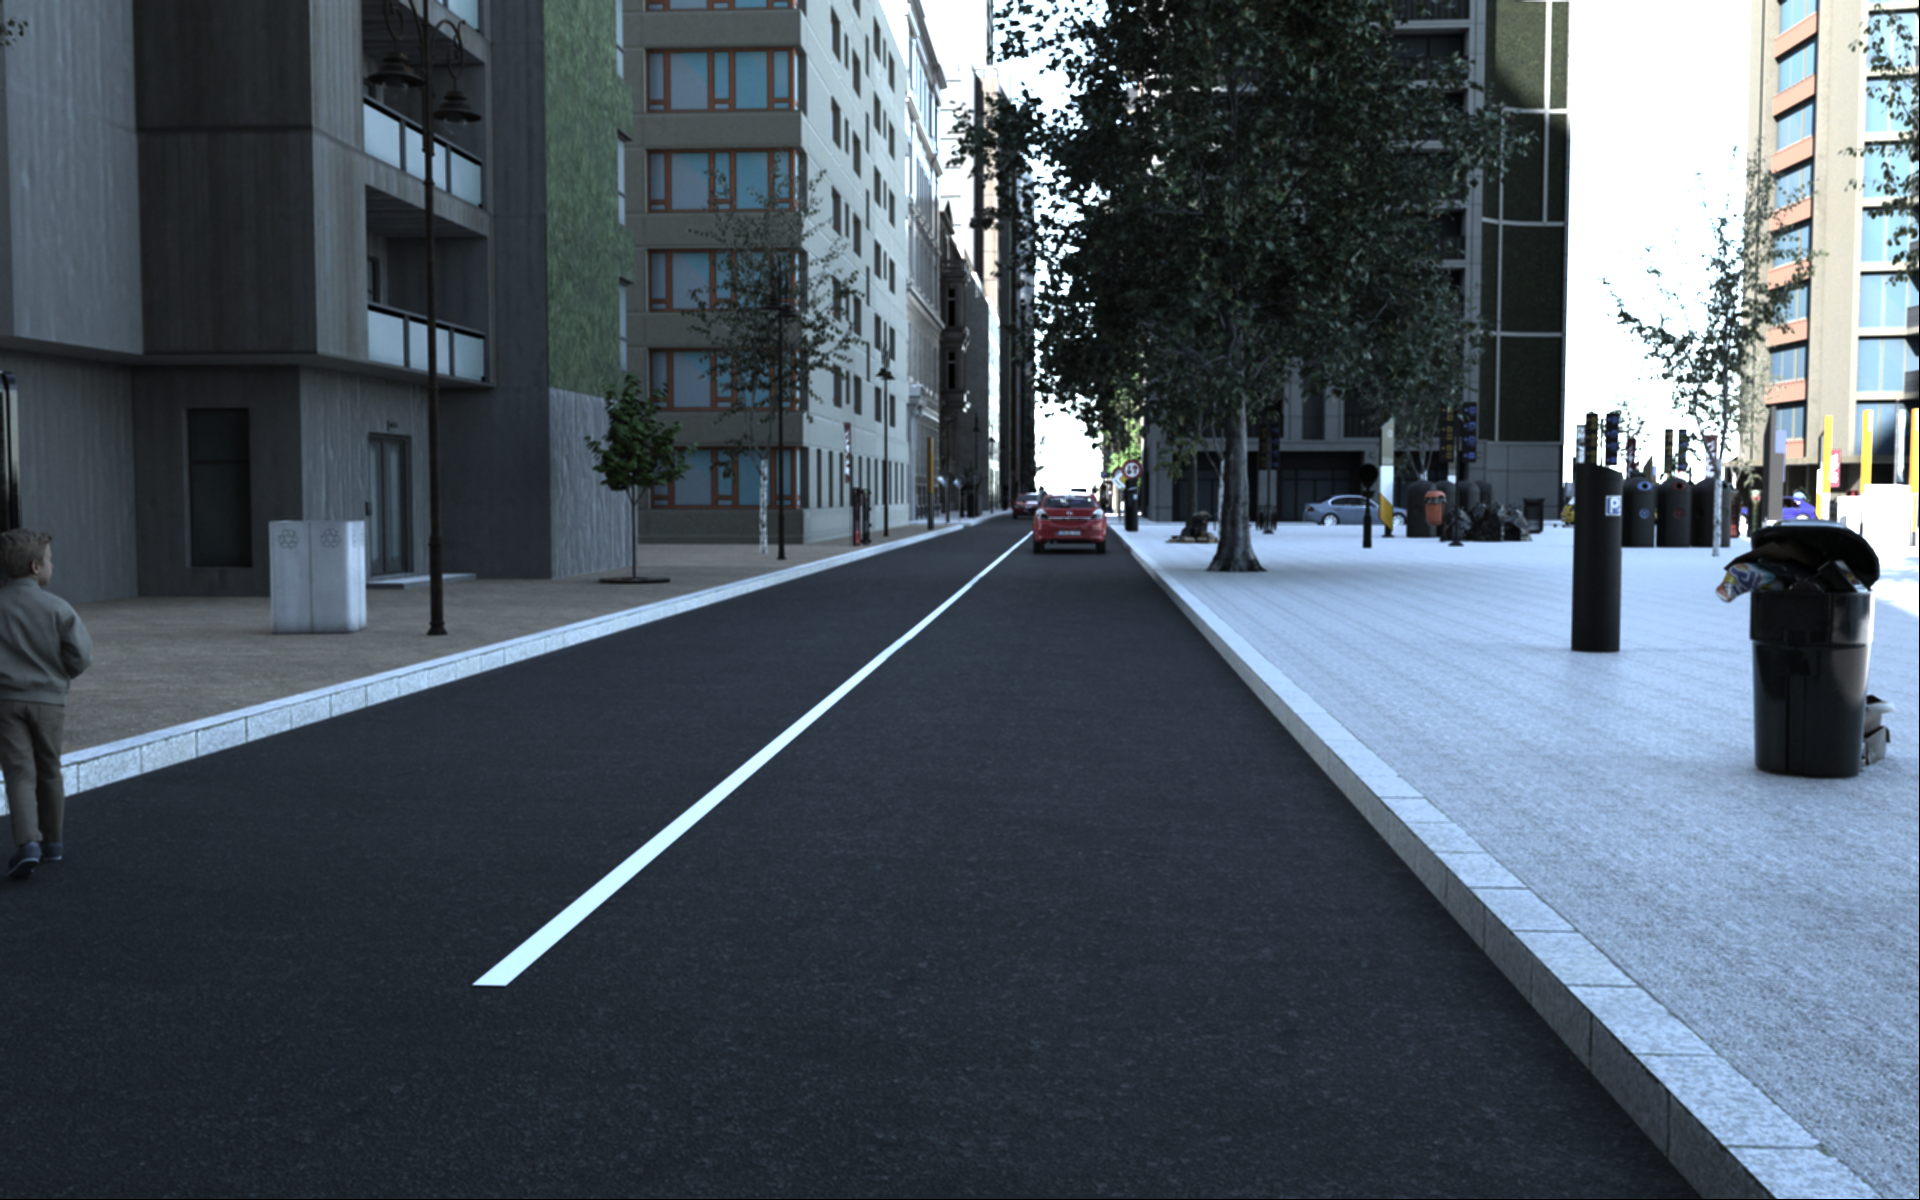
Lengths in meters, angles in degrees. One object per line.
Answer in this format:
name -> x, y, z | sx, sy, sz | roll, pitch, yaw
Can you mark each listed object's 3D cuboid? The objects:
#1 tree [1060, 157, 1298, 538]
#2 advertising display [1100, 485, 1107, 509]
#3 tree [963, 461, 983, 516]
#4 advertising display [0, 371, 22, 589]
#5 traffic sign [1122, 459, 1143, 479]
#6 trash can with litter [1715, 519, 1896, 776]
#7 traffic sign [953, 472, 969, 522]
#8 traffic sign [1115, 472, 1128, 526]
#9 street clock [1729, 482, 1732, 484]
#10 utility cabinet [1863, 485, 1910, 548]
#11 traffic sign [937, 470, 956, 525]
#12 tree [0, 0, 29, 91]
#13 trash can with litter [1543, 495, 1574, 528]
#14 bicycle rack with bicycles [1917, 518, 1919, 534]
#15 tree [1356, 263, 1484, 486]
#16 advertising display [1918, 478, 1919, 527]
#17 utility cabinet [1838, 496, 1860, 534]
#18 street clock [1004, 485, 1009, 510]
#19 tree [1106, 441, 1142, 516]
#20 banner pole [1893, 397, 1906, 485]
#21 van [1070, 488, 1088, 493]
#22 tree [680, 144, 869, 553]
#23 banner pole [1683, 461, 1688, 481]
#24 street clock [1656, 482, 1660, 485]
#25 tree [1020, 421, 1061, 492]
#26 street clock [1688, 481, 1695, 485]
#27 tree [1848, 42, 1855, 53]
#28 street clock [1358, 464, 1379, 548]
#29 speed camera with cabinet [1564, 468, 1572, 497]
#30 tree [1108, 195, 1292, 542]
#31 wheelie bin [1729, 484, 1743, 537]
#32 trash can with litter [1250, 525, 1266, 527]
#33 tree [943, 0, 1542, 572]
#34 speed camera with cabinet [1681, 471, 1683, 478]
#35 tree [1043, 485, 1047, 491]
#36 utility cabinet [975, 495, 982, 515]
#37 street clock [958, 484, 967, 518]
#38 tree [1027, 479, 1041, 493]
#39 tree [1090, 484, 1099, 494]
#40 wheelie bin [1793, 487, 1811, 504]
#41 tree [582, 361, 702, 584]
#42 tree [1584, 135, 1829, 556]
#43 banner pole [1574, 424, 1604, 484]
tree -> 6.952, -7.637, 50.614 | 9.928, 11.665, 9.643 | 0, 3, 0
advertising display -> 10.447, -7.400, 126.203 | 0.123, 1.923, 0.974 | 2, 4, 28
tree -> 0.521, -6.532, 101.394 | 1.663, 3.219, 1.824 | 0, 3, 0
advertising display -> -5.329, -0.252, 9.330 | 0.974, 1.923, 0.123 | 3, 4, 38
traffic sign -> 6.307, -3.880, 63.536 | 0.768, 2.556, 0.104 | 0, 4, 4
trash can with litter -> 4.034, 0.195, 8.193 | 0.624, 1.170, 1.055 | 3, 5, 39
traffic sign -> -0.008, -4.597, 78.810 | 0.795, 2.450, 0.064 | 0, 4, 4
traffic sign -> 6.674, -4.079, 70.332 | 0.795, 2.450, 0.064 | 0, 4, 4
street clock -> 46.870, -6.150, 105.119 | 0.471, 2.002, 0.358 | 1, 4, 11
utility cabinet -> 21.713, -1.950, 40.564 | 1.173, 1.500, 0.318 | -2, 4, -25
traffic sign -> -0.552, -4.110, 70.844 | 0.795, 2.450, 0.064 | 0, 4, 4
tree -> -10.368, -3.920, 14.460 | 4.360, 8.622, 3.978 | 0, 3, 0
trash can with litter -> 23.516, -3.385, 66.395 | 2.233, 1.210, 1.678 | 1, 4, 14
bicycle rack with bicycles -> 30.115, -2.586, 55.669 | 2.925, 0.926, 2.852 | 1, 4, 15
tree -> 14.964, -6.457, 55.936 | 4.360, 8.622, 3.978 | 0, 3, 0
advertising display -> 37.886, -3.864, 68.396 | 0.123, 1.923, 0.974 | 2, 4, 32
utility cabinet -> 24.301, -2.198, 47.097 | 1.020, 1.237, 0.306 | -2, 4, -29
street clock -> 3.662, -8.228, 139.098 | 0.358, 2.002, 0.471 | -3, 5, -41
tree -> 10.185, -7.278, 102.701 | 4.285, 4.588, 4.351 | 0, 3, 0
banner pole -> 24.329, -3.357, 44.899 | 0.863, 3.779, 0.401 | -3, 5, -44
van -> 11.810, -10.300, 172.793 | 2.240, 2.365, 5.245 | 0, 4, 3
tree -> -4.176, -5.331, 37.518 | 4.360, 8.622, 3.978 | 0, 3, 0
banner pole -> 47.898, -7.608, 114.403 | 0.401, 3.779, 0.863 | 3, 5, 41
street clock -> 42.183, -6.125, 104.715 | 0.358, 2.002, 0.471 | 2, 4, 26
tree -> 9.080, -17.560, 221.513 | 8.767, 10.594, 7.601 | 1, 4, 17
street clock -> 39.802, -5.496, 94.433 | 0.471, 2.002, 0.358 | 1, 4, 21
tree -> 11.828, -4.171, 18.559 | 4.360, 8.622, 3.978 | 0, 3, 0
street clock -> 9.728, -2.247, 41.316 | 0.471, 2.002, 0.358 | 1, 4, 18
speed camera with cabinet -> 45.317, -8.191, 128.259 | 0.660, 3.252, 2.038 | 0, 4, 1
tree -> 5.799, -5.364, 38.059 | 4.737, 8.622, 4.395 | 0, 3, 0
wheelie bin -> 23.095, -2.697, 52.011 | 0.693, 1.594, 0.980 | 1, 4, 16
trash can with litter -> 11.094, -3.482, 67.990 | 2.233, 1.210, 1.678 | 0, 4, -8
tree -> 4.570, -6.833, 28.724 | 9.611, 12.733, 9.660 | 0, 3, 0
speed camera with cabinet -> 49.898, -7.673, 119.787 | 0.660, 3.252, 2.038 | 3, 4, 38
tree -> 13.273, -17.780, 285.295 | 1.663, 3.219, 1.824 | 0, 3, 0
utility cabinet -> 1.017, -5.824, 106.390 | 0.306, 1.237, 1.020 | -2, 4, -26
street clock -> 0.105, -5.519, 94.813 | 0.471, 2.002, 0.358 | 1, 4, 15
tree -> 8.846, -13.572, 216.496 | 1.663, 3.219, 1.824 | 0, 3, 0
tree -> 21.169, -17.002, 272.591 | 1.663, 3.219, 1.824 | 0, 3, 0
wheelie bin -> 37.059, -4.183, 76.303 | 0.693, 1.594, 0.980 | 1, 4, 20
tree -> -4.812, -1.861, 25.026 | 1.663, 3.219, 1.824 | 0, 3, 0
tree -> 15.417, -5.213, 35.600 | 4.360, 8.622, 3.978 | 0, 3, 0
banner pole -> 19.668, -3.939, 54.414 | 0.863, 3.779, 0.401 | -1, 4, -11
